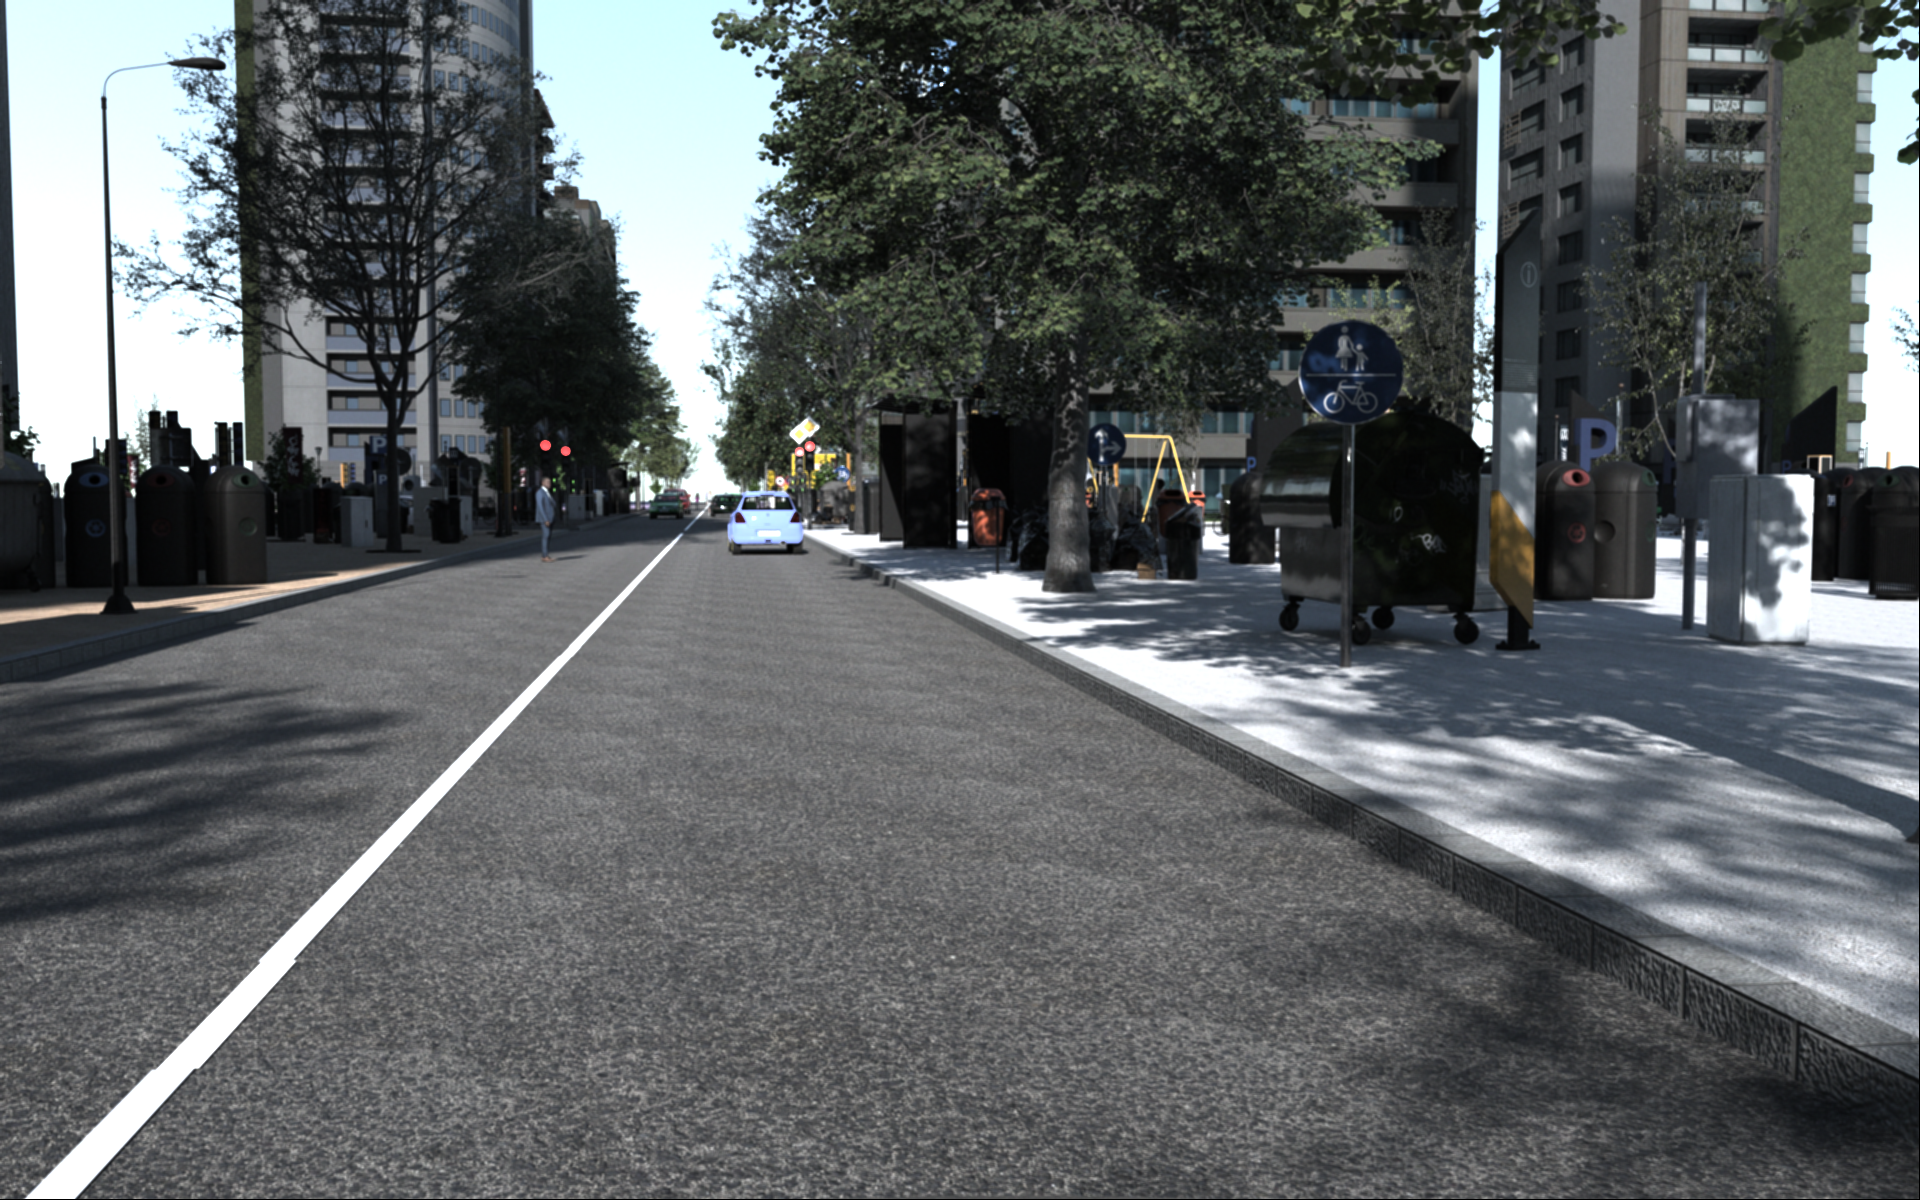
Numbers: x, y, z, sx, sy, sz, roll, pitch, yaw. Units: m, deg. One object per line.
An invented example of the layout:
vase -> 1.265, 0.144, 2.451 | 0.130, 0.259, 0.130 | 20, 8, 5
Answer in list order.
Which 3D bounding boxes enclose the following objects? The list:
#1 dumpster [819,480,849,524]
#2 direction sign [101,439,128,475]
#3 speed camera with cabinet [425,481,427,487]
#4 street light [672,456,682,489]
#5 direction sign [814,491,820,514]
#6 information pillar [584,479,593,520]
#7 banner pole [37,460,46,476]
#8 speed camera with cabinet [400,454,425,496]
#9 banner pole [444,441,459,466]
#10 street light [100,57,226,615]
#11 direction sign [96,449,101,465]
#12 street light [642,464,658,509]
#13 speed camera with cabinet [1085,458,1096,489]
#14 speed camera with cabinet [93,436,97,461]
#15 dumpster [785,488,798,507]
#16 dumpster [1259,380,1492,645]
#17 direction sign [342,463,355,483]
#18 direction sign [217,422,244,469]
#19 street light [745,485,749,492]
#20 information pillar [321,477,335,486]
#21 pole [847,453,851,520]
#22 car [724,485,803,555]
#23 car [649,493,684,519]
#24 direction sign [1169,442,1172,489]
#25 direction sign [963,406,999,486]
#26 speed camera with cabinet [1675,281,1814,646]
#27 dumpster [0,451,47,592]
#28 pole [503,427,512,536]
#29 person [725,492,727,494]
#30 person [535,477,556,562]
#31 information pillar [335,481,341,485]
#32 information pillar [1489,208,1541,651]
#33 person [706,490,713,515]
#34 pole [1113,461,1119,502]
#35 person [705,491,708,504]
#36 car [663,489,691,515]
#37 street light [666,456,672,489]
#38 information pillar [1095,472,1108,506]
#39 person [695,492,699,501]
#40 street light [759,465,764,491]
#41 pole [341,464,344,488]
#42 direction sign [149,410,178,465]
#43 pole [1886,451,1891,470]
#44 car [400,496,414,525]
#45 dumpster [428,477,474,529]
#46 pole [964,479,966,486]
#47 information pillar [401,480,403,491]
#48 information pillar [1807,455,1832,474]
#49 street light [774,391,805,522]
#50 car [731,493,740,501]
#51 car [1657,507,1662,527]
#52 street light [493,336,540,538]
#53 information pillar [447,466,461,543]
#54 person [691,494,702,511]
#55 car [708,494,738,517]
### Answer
dumpster -> -5.370, -4.205, 74.508 | 1.264, 1.857, 1.865 | 0, 4, -8
direction sign -> -34.604, -4.838, 71.101 | 0.876, 3.537, 0.379 | 0, 4, -1
speed camera with cabinet -> -36.631, -7.648, 119.374 | 0.660, 3.252, 2.038 | 2, 4, 35
street light -> -37.367, -15.549, 226.769 | 1.470, 5.913, 1.316 | 0, 4, -8
direction sign -> -10.570, -8.147, 125.195 | 0.876, 3.537, 0.379 | 3, 5, 41
information pillar -> -18.173, -4.913, 84.824 | 0.304, 2.012, 0.304 | 1, 4, 15
banner pole -> -66.967, -8.334, 126.277 | 0.401, 3.779, 0.863 | 1, 4, 22
speed camera with cabinet -> -27.883, -5.624, 86.291 | 2.038, 3.252, 0.660 | 1, 4, 18
banner pole -> -24.011, -5.606, 81.675 | 0.863, 3.779, 0.401 | 0, 4, 4
street light -> -8.500, -2.811, 18.497 | 1.470, 5.913, 1.316 | 0, 4, -8
direction sign -> -42.718, -5.769, 86.325 | 0.379, 3.537, 0.876 | 3, 5, 42
street light -> -25.999, -10.558, 145.167 | 1.470, 5.913, 1.316 | 0, 4, -8
speed camera with cabinet -> 5.151, -5.096, 77.651 | 2.038, 3.252, 0.660 | -1, 4, -12
speed camera with cabinet -> -28.917, -3.939, 58.734 | 0.660, 3.252, 2.038 | -3, 5, -41
dumpster -> -9.626, -5.897, 102.180 | 1.264, 1.857, 1.865 | 0, 4, -8
dumpster -> 3.689, -0.794, 15.469 | 1.502, 2.255, 1.985 | 0, 4, -8
direction sign -> -44.647, -8.233, 126.599 | 0.876, 3.537, 0.379 | -2, 4, -28
direction sign -> -22.874, -3.815, 54.378 | 0.876, 3.537, 0.379 | 1, 4, 11
street light -> -18.475, -11.166, 155.110 | 1.470, 5.913, 1.316 | 0, 4, -8
information pillar -> -27.482, -4.321, 75.143 | 0.304, 2.012, 0.304 | 1, 4, 10
pole -> -5.555, -5.668, 86.515 | 0.158, 3.312, 0.155 | 0, 3, 0
car -> -4.775, -1.995, 42.209 | 1.945, 1.707, 3.694 | -1, 4, -9
car -> -17.090, -5.631, 100.855 | 1.959, 1.807, 4.718 | 0, 4, -6
direction sign -> 9.097, -5.065, 74.803 | 0.379, 3.537, 0.876 | 0, 4, 0
direction sign -> 0.585, -3.208, 44.441 | 0.876, 3.537, 0.379 | 0, 4, -1
speed camera with cabinet -> 7.006, -1.296, 15.526 | 0.660, 3.252, 2.038 | 0, 4, 7
dumpster -> -12.510, -0.984, 21.844 | 1.264, 1.857, 1.865 | 0, 4, -8
pole -> -13.770, -3.600, 52.703 | 0.158, 3.312, 0.155 | 0, 3, 0
person -> -35.909, -15.669, 265.356 | 0.551, 1.740, 0.621 | 3, 5, 45
person -> -8.810, -1.721, 36.826 | 0.419, 1.800, 0.721 | 0, 4, -3
information pillar -> -36.273, -5.902, 100.994 | 0.304, 2.012, 0.304 | 3, 4, 38
information pillar -> 4.546, -1.395, 14.163 | 0.504, 3.616, 0.183 | -2, 4, -35
person -> -17.186, -6.707, 119.164 | 0.512, 1.701, 0.522 | 0, 4, 6
pole -> 5.751, -4.283, 63.877 | 0.158, 3.312, 0.155 | 0, 3, 0
person -> -36.291, -14.704, 248.781 | 0.709, 1.838, 0.599 | -3, 5, -42
car -> -20.017, -6.911, 121.662 | 2.281, 1.827, 5.304 | 0, 4, -6
street light -> -30.541, -12.543, 177.616 | 1.470, 5.913, 1.316 | 0, 4, -8
information pillar -> 4.625, -3.188, 56.616 | 0.304, 2.012, 0.304 | -2, 4, -25
person -> -39.972, -15.572, 263.822 | 1.217, 1.735, 0.721 | 0, 4, -4
street light -> -12.448, -8.513, 111.729 | 1.470, 5.913, 1.316 | 0, 4, -8
pole -> -41.711, -7.532, 116.985 | 0.158, 3.312, 0.155 | 0, 3, 0
direction sign -> -21.594, -3.367, 47.053 | 0.876, 3.537, 0.379 | 1, 4, 11
pole -> 44.159, -5.419, 82.447 | 0.158, 3.312, 0.155 | 0, 3, 0
car -> -20.817, -3.117, 63.324 | 4.827, 1.381, 2.083 | 0, 4, -8
dumpster -> -16.450, -3.068, 55.926 | 1.264, 1.857, 1.865 | 0, 4, -8
pole -> 0.246, -6.318, 97.136 | 0.158, 3.312, 0.155 | 0, 3, 0
information pillar -> -29.754, -5.408, 92.908 | 0.304, 2.012, 0.304 | -2, 4, -34
information pillar -> 16.336, -1.742, 32.970 | 0.304, 2.012, 0.304 | -1, 4, -21
street light -> -7.719, -6.462, 78.193 | 1.470, 5.913, 1.316 | 0, 4, -8
car -> -16.699, -7.202, 126.548 | 1.959, 1.807, 4.718 | 0, 4, -8
car -> 26.590, -3.738, 69.914 | 4.718, 1.807, 1.959 | -1, 4, -8
street light -> -13.054, -4.801, 51.040 | 1.470, 5.913, 1.316 | 0, 4, -8
information pillar -> -13.357, -2.520, 45.700 | 0.304, 2.012, 0.304 | -1, 4, -12
person -> -22.558, -8.372, 148.599 | 0.991, 1.433, 0.599 | 0, 4, -1
car -> -15.073, -6.167, 110.609 | 2.009, 1.686, 4.222 | -1, 4, -10
